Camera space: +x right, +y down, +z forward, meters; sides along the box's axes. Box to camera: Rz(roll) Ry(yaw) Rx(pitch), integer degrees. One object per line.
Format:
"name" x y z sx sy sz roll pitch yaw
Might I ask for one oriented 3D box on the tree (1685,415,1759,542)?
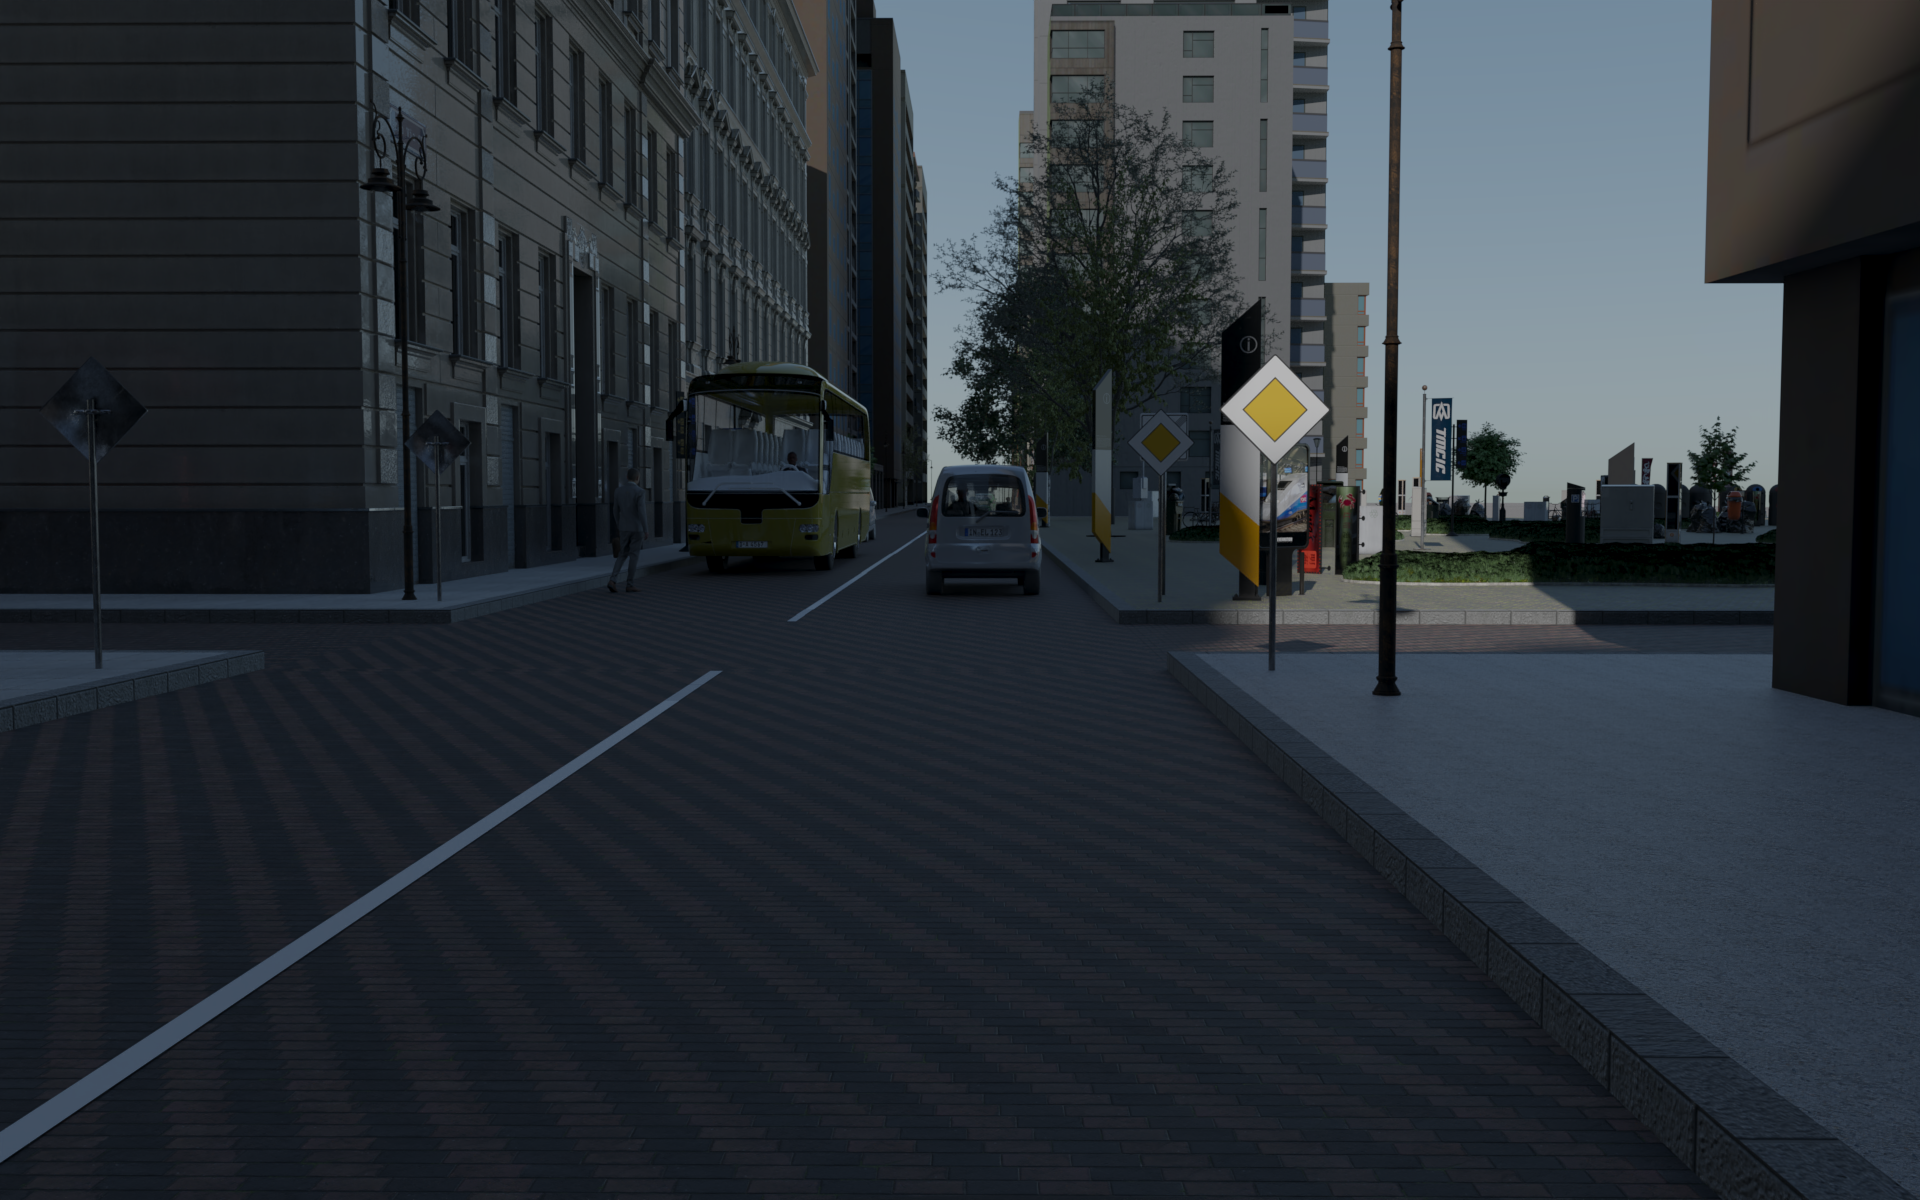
"tree" 18.564 -2.914 42.245 1.663 3.219 1.824 0 3 0

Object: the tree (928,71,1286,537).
"tree" 4.243 -8.627 51.418 12.009 13.543 11.850 0 3 0

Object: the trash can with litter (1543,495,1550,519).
"trash can with litter" 30.036 -4.731 88.416 1.678 1.210 2.233 -1 4 -13

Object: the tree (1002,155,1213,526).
"tree" 3.402 -5.408 38.777 4.737 8.622 4.395 0 3 0

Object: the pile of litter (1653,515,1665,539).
"pile of litter" 19.992 -2.220 50.256 1.176 0.858 1.719 -2 4 -31

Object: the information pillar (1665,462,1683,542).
"information pillar" 16.602 -2.189 40.290 0.304 2.012 0.304 2 4 31

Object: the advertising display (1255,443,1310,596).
"advertising display" 4.019 -1.011 21.752 0.974 1.923 0.123 -3 4 -37

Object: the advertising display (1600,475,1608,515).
"advertising display" 21.803 -3.268 58.653 0.123 1.923 0.974 1 4 13

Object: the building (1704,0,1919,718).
"building" 11.838 -21.603 3.316 14.600 45.320 14.200 0 4 1

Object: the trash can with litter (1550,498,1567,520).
"trash can with litter" 28.694 -4.358 82.633 1.055 1.170 0.624 3 5 43

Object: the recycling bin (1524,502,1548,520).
"recycling bin" 19.417 -2.804 58.396 0.722 1.027 0.722 2 4 24

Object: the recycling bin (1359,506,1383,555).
"recycling bin" 8.652 -1.497 37.029 0.722 1.027 0.722 1 4 9

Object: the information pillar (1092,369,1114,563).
"information pillar" 2.662 -2.512 32.424 0.183 3.616 0.504 3 5 43

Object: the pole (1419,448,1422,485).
"pole" 20.580 -5.102 77.257 0.158 3.312 0.155 0 3 0

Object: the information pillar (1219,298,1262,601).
"information pillar" 3.383 -1.802 20.825 0.504 3.616 0.183 0 4 8

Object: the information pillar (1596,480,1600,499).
"information pillar" 32.981 -5.185 89.261 0.304 2.012 0.304 -2 4 -33

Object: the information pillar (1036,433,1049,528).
"information pillar" 3.149 -4.581 66.259 0.504 3.616 0.183 2 4 31

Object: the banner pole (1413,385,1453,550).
"banner pole" 10.871 -3.042 39.750 0.863 3.779 0.401 2 4 26

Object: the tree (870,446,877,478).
"tree" -6.048 -6.700 93.261 4.285 4.588 4.351 0 3 0

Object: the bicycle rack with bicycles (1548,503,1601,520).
"bicycle rack with bicycles" 25.749 -3.609 72.388 2.925 0.926 2.852 -3 5 -40

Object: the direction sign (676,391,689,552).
"direction sign" -6.076 -2.843 38.476 0.379 3.537 0.876 1 4 19

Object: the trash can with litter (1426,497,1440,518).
"trash can with litter" 19.139 -3.538 69.241 1.055 1.170 0.624 1 4 16

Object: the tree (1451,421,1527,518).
"tree" 23.578 -5.725 77.315 4.285 4.588 4.351 0 3 0

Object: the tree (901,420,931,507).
"tree" -5.165 -13.604 172.782 4.360 8.622 3.978 0 3 0

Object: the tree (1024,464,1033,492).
"tree" 3.985 -6.930 107.900 1.663 3.219 1.824 0 3 0

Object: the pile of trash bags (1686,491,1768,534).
"pile of trash bags" 25.157 -2.886 56.936 1.912 1.369 3.447 1 4 12

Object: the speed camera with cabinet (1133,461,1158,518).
"speed camera with cabinet" 10.195 -6.122 94.435 0.660 3.252 2.038 3 4 39

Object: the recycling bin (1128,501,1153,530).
"recycling bin" 6.527 -3.059 62.565 0.722 1.027 0.722 -1 4 -15

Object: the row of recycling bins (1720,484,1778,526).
"row of recycling bins" 32.745 -3.866 70.320 3.534 1.692 1.069 1 4 14

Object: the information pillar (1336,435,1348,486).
"information pillar" 15.169 -4.734 68.758 0.504 3.616 0.183 -1 4 -9

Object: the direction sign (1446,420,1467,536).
"direction sign" 14.984 -3.709 52.640 0.876 3.537 0.379 -1 4 -12

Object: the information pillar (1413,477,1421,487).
"information pillar" 20.148 -4.401 76.449 0.304 2.012 0.304 2 4 25

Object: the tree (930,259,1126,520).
"tree" 3.696 -10.223 84.158 9.611 12.733 9.660 0 3 0

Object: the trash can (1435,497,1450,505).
"trash can" 23.467 -4.438 84.208 0.748 1.137 0.748 0 3 0

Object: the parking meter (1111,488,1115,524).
"parking meter" 6.369 -3.968 73.291 0.372 1.533 0.369 0 3 0

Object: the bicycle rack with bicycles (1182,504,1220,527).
"bicycle rack with bicycles" 9.647 -3.116 64.326 2.925 0.926 2.852 2 4 25

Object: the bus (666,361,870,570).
"bus" -3.522 -2.708 35.818 2.896 3.916 12.252 0 4 1

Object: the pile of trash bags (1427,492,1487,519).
"pile of trash bags" 23.112 -4.403 81.749 3.447 1.369 1.912 -2 4 -26

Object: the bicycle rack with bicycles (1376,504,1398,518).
"bicycle rack with bicycles" 14.983 -3.170 65.208 2.925 0.926 2.852 -2 4 -26

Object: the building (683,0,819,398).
"building" -15.824 -17.835 68.014 17.030 29.872 44.131 0 4 1

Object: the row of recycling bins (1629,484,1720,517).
"row of recycling bins" 28.306 -3.803 69.291 3.534 1.692 1.069 0 4 -1

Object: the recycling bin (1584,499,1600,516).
"recycling bin" 30.186 -4.280 82.525 0.722 1.027 0.722 0 4 5

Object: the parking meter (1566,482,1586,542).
"parking meter" 12.995 -1.722 36.567 0.372 1.533 0.369 0 3 0

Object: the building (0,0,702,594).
"building" -13.025 -14.449 33.498 12.463 27.353 25.104 0 4 1

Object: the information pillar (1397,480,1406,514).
"information pillar" 22.763 -5.185 89.263 0.304 2.012 0.304 -3 5 -43

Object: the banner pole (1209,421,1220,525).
"banner pole" 8.646 -4.208 58.824 0.401 3.779 0.863 -2 4 -31

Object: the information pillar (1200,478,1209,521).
"information pillar" 11.478 -4.687 81.124 0.304 2.012 0.304 -3 5 -42
